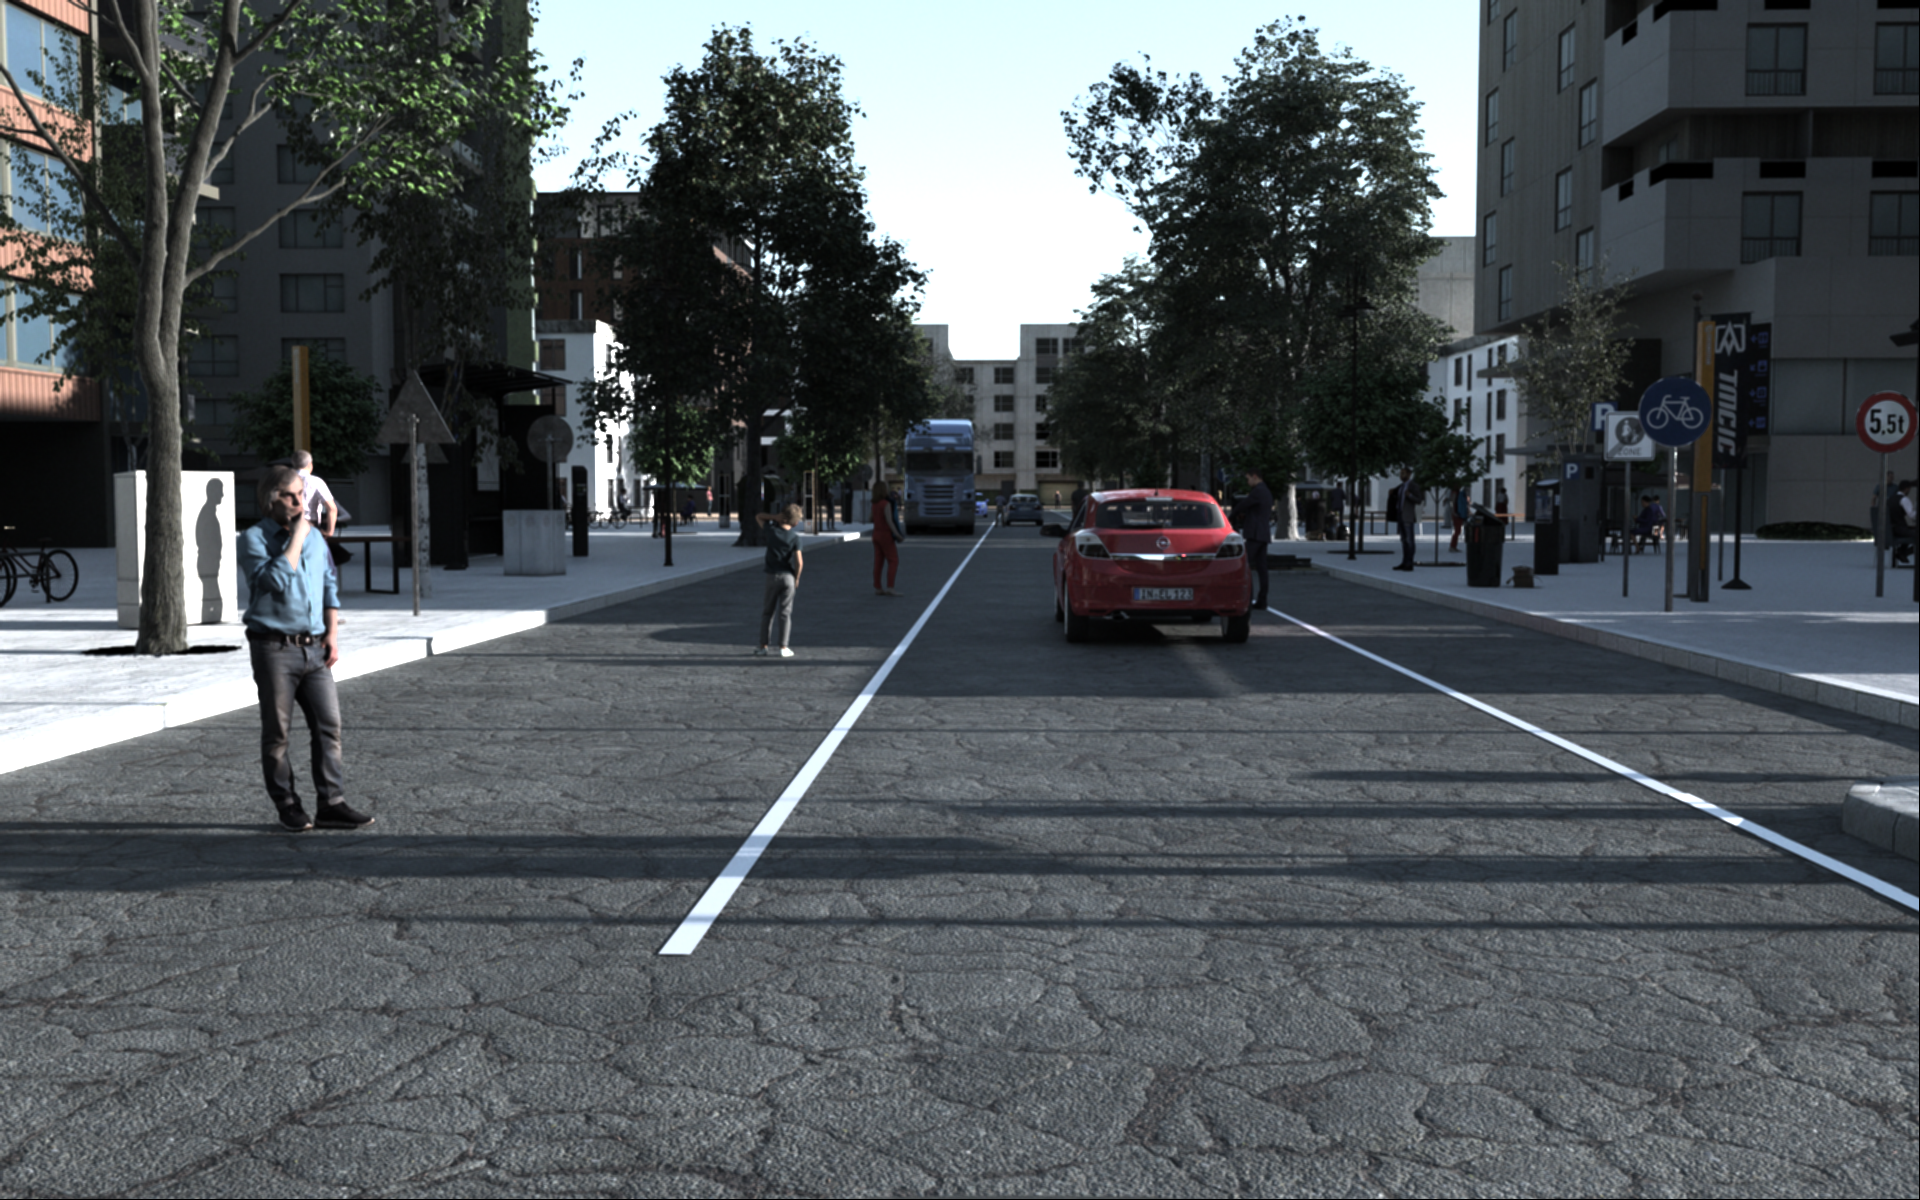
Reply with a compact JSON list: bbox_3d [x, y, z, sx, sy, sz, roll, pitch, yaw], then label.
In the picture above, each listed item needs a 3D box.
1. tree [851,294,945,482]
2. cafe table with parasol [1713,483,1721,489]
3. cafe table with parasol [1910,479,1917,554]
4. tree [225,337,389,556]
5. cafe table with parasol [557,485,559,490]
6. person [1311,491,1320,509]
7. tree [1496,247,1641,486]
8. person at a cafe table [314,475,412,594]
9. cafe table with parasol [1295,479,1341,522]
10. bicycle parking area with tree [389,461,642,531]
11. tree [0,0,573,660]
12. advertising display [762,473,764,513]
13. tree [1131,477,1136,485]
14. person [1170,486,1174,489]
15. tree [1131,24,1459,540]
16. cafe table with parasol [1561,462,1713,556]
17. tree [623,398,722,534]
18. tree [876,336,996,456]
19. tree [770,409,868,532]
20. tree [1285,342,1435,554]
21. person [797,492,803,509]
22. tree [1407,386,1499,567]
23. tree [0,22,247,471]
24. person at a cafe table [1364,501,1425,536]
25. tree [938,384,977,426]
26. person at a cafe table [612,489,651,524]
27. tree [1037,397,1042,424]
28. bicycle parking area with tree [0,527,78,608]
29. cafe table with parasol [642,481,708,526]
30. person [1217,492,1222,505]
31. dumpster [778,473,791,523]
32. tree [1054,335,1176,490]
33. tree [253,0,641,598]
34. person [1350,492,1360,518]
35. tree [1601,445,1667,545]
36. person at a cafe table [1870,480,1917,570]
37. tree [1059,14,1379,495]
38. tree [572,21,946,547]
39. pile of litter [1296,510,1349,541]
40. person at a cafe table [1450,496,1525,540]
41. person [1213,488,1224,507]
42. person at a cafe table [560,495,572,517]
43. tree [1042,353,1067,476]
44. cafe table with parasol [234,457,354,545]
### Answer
[{"bbox_3d":[-4.833,-10.714,93.298,7.486,12.596,7.792,0,3,0],"label":"tree"},{"bbox_3d":[19.797,-2.661,48.373,2.610,1.966,2.610,2,4,26],"label":"cafe table with parasol"},{"bbox_3d":[21.036,-1.922,36.296,2.610,1.966,2.610,0,4,-1],"label":"cafe table with parasol"},{"bbox_3d":[-13.325,-3.199,36.010,4.285,4.588,4.351,0,3,0],"label":"tree"},{"bbox_3d":[-13.907,-3.090,55.394,2.610,1.966,2.610,2,4,35],"label":"cafe table with parasol"},{"bbox_3d":[21.889,-6.117,106.989,0.436,1.711,0.756,-1,4,-21],"label":"person"},{"bbox_3d":[18.552,-6.234,52.282,4.360,8.622,3.978,0,3,0],"label":"tree"},{"bbox_3d":[-8.076,-0.840,22.256,1.622,1.524,1.698,3,5,43],"label":"person at a cafe table"},{"bbox_3d":[16.096,-4.531,78.953,2.610,1.966,2.610,0,4,2],"label":"cafe table with parasol"},{"bbox_3d":[-16.267,-4.678,63.486,9.016,4.147,8.231,2,4,33],"label":"bicycle parking area with tree"},{"bbox_3d":[-6.301,-5.371,13.579,9.928,11.665,9.643,0,3,0],"label":"tree"},{"bbox_3d":[-6.275,-2.960,53.613,0.123,1.923,0.974,1,4,11],"label":"advertising display"},{"bbox_3d":[10.590,-6.450,100.052,1.663,3.219,1.824,0,3,0],"label":"tree"},{"bbox_3d":[11.591,-5.411,95.226,1.217,1.736,0.721,-1,4,-14],"label":"person"},{"bbox_3d":[9.345,-8.689,48.722,9.857,13.997,8.962,0,3,0],"label":"tree"},{"bbox_3d":[13.944,-1.958,36.882,2.610,1.966,2.610,-2,4,-25],"label":"cafe table with parasol"},{"bbox_3d":[-9.149,-4.416,55.910,4.285,4.588,4.351,0,3,0],"label":"tree"},{"bbox_3d":[-2.730,-13.787,135.794,12.009,13.543,11.850,0,3,0],"label":"tree"},{"bbox_3d":[-4.728,-4.572,58.461,4.285,4.588,4.351,0,3,0],"label":"tree"},{"bbox_3d":[8.652,-3.292,37.545,4.285,4.588,4.351,0,3,0],"label":"tree"},{"bbox_3d":[-13.814,-8.902,152.136,0.990,1.755,0.434,1,4,9],"label":"person"},{"bbox_3d":[8.473,-2.217,30.847,1.663,3.219,1.824,0,3,0],"label":"tree"},{"bbox_3d":[-13.257,-4.713,27.423,4.737,8.622,4.395,0,3,0],"label":"tree"},{"bbox_3d":[13.748,-2.644,54.091,1.698,1.238,1.726,-2,4,-25],"label":"person at a cafe table"},{"bbox_3d":[-2.247,-13.825,151.797,9.928,11.665,9.643,0,3,0],"label":"tree"},{"bbox_3d":[-14.384,-4.112,75.739,1.622,1.524,1.698,-1,4,-12],"label":"person at a cafe table"},{"bbox_3d":[11.555,-14.877,149.888,9.857,13.997,8.962,0,3,0],"label":"tree"},{"bbox_3d":[-14.400,-1.851,17.268,8.231,4.147,9.016,1,4,16],"label":"bicycle parking area with tree"},{"bbox_3d":[-11.490,-3.978,69.908,2.610,1.966,2.610,-1,4,-9],"label":"cafe table with parasol"},{"bbox_3d":[20.823,-7.954,139.346,0.557,1.426,1.065,2,4,28],"label":"person"},{"bbox_3d":[-7.804,-4.202,71.198,1.502,2.255,1.985,0,4,2],"label":"dumpster"},{"bbox_3d":[11.491,-12.631,123.518,9.611,12.733,9.660,0,3,0],"label":"tree"},{"bbox_3d":[-6.370,-4.324,21.056,4.360,8.622,3.978,0,3,0],"label":"tree"},{"bbox_3d":[20.775,-5.001,91.044,0.697,1.427,0.421,-2,4,-32],"label":"person"},{"bbox_3d":[17.003,-3.013,43.868,1.663,3.219,1.824,0,3,0],"label":"tree"},{"bbox_3d":[16.435,-1.293,29.653,1.622,1.524,1.698,-1,4,-12],"label":"person at a cafe table"},{"bbox_3d":[11.123,-12.950,67.618,12.611,20.169,13.585,0,3,0],"label":"tree"},{"bbox_3d":[-4.961,-7.660,42.250,9.611,12.733,9.660,0,3,0],"label":"tree"},{"bbox_3d":[10.011,-2.053,47.525,1.719,0.858,1.176,-1,4,-8],"label":"pile of litter"},{"bbox_3d":[14.449,-2.280,48.134,1.698,1.238,1.726,-3,4,-36],"label":"person at a cafe table"},{"bbox_3d":[21.640,-8.487,144.905,1.348,1.812,0.705,-1,4,-12],"label":"person"},{"bbox_3d":[-16.431,-3.816,70.903,1.698,1.524,1.622,-1,4,-12],"label":"person at a cafe table"},{"bbox_3d":[10.143,-11.168,89.246,9.857,13.997,8.962,0,3,0],"label":"tree"},{"bbox_3d":[-12.315,-1.647,31.798,2.610,1.966,2.610,-3,5,-40],"label":"cafe table with parasol"}]
